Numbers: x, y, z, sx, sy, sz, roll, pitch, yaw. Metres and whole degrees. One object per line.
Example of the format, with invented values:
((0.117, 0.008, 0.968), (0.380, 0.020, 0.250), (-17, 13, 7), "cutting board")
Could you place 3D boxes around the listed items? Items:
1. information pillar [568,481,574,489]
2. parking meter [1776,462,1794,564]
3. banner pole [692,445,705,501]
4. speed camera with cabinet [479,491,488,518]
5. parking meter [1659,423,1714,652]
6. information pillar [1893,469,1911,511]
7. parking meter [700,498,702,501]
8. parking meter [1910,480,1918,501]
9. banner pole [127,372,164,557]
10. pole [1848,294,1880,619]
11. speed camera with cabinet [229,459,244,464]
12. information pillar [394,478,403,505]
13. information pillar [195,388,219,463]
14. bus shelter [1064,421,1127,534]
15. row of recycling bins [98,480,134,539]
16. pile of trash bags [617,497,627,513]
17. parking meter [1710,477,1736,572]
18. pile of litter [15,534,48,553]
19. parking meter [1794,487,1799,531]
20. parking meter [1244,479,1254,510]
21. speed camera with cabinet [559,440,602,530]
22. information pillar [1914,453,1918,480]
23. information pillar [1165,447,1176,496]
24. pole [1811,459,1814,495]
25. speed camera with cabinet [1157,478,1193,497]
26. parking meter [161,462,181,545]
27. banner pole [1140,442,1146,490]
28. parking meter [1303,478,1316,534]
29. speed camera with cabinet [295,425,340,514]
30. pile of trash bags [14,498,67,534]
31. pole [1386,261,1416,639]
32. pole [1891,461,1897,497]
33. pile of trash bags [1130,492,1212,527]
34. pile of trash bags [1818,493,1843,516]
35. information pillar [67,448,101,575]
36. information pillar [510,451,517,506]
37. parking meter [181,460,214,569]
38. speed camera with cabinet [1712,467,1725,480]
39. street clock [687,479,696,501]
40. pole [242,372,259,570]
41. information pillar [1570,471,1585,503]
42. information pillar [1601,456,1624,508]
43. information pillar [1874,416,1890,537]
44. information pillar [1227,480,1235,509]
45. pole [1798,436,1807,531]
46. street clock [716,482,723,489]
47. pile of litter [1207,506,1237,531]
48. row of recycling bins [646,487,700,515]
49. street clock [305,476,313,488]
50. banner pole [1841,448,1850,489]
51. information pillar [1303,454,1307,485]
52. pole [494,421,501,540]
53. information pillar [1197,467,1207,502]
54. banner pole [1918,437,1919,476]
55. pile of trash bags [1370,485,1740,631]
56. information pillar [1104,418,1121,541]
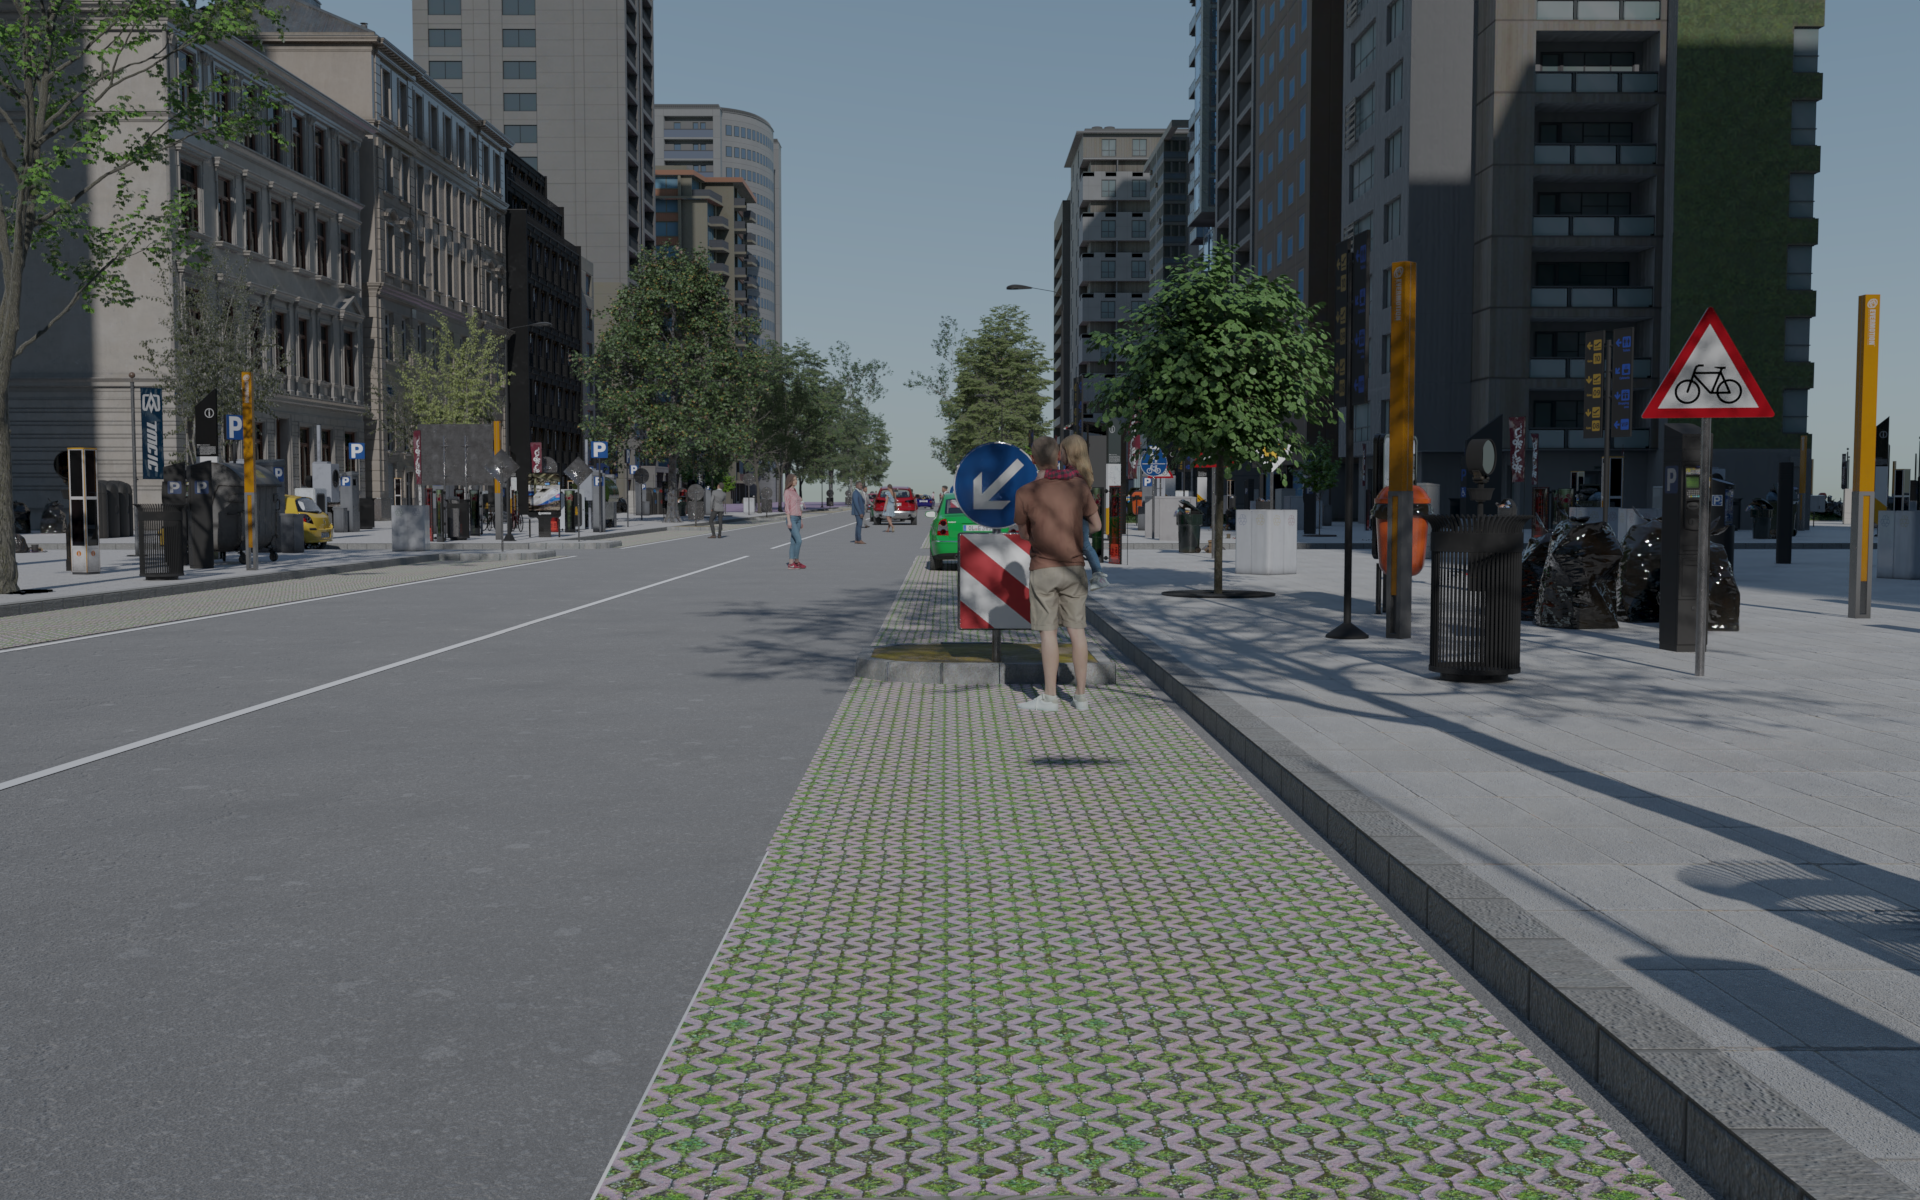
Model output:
((-21.819, -5.669, 97.176), (0.304, 2.012, 0.304), (0, 4, -3), "information pillar")
((15.218, -1.605, 31.953), (0.255, 1.863, 0.399), (2, 4, 24), "parking meter")
((-13.374, -6.017, 88.388), (0.863, 3.779, 0.401), (1, 4, 13), "banner pole")
((-24.515, -5.888, 90.612), (0.660, 3.252, 2.038), (2, 4, 32), "speed camera with cabinet")
((5.928, -0.516, 14.143), (0.255, 1.863, 0.399), (0, 4, -4), "parking meter")
((27.419, -2.810, 50.429), (0.304, 2.012, 0.304), (-2, 4, -25), "information pillar")
((-15.796, -6.006, 106.607), (0.372, 1.533, 0.369), (0, 3, 0), "parking meter")
((39.582, -4.041, 71.782), (0.399, 1.863, 0.255), (-2, 4, -30), "parking meter")
((-16.833, -2.800, 35.798), (0.401, 3.779, 0.863), (3, 4, 38), "banner pole")
((9.302, -1.466, 17.817), (0.158, 3.312, 0.155), (0, 3, 0), "pole")
((-19.327, -3.183, 46.386), (0.660, 3.252, 2.038), (-2, 4, -30), "speed camera with cabinet")
((-25.831, -4.599, 79.687), (0.304, 2.012, 0.304), (-1, 4, -10), "information pillar")
((-16.620, -2.871, 38.296), (0.504, 3.616, 0.183), (0, 4, 2), "information pillar")
((4.511, -4.088, 58.114), (1.731, 3.624, 6.357), (0, 4, 0), "bus shelter")
((-25.250, -2.699, 51.234), (1.069, 1.692, 3.534), (-1, 4, -11), "row of recycling bins")
((-23.673, -6.562, 117.041), (3.447, 1.369, 1.912), (-3, 4, -38), "pile of trash bags")
((11.329, -1.062, 25.781), (0.372, 1.533, 0.369), (0, 3, 0), "parking meter")
((-20.938, -1.462, 37.875), (1.719, 0.858, 1.176), (0, 4, 8), "pile of litter")
((27.610, -3.002, 57.487), (0.372, 1.533, 0.369), (0, 3, 0), "parking meter")
((11.134, -3.731, 66.719), (0.255, 1.863, 0.399), (-1, 4, -18), "parking meter")
((-13.662, -4.149, 62.168), (0.660, 3.252, 2.038), (2, 4, 25), "speed camera with cabinet")
((55.110, -6.638, 99.888), (0.183, 3.616, 0.504), (3, 4, 36), "information pillar")
((9.506, -5.307, 78.122), (0.504, 3.616, 0.183), (2, 4, 25), "information pillar")
((49.440, -6.529, 100.595), (0.158, 3.312, 0.155), (0, 3, 0), "pole")
((10.748, -5.696, 87.464), (2.038, 3.252, 0.660), (0, 4, 5), "speed camera with cabinet")
((-14.068, -1.547, 31.005), (0.399, 1.863, 0.255), (-2, 4, -25), "parking meter")
((8.807, -5.715, 83.458), (0.401, 3.779, 0.863), (-1, 4, -22), "banner pole")
((11.204, -3.046, 55.513), (0.399, 1.863, 0.255), (1, 4, 22), "parking meter")
((-18.181, -3.344, 49.017), (0.660, 3.252, 2.038), (0, 4, 0), "speed camera with cabinet")
((-30.939, -2.864, 56.582), (3.447, 1.369, 1.912), (-1, 4, -12), "pile of trash bags")
((3.904, -1.314, 15.321), (0.158, 3.312, 0.155), (0, 3, 0), "pole")
((57.552, -6.906, 106.748), (0.158, 3.312, 0.155), (0, 3, 0), "pole")
((8.482, -3.634, 69.166), (3.447, 1.369, 1.912), (1, 4, 22), "pile of trash bags")
((50.762, -5.578, 100.951), (1.912, 1.369, 3.447), (0, 4, 6), "pile of trash bags")
((-13.969, -1.415, 27.627), (0.304, 2.012, 0.304), (1, 4, 14), "information pillar")
((-22.336, -5.802, 86.219), (0.504, 3.616, 0.183), (-1, 4, -13), "information pillar")
((-13.084, -1.473, 29.788), (0.399, 1.863, 0.255), (-3, 4, -39), "parking meter")
((47.127, -6.922, 107.506), (2.038, 3.252, 0.660), (-1, 4, -18), "speed camera with cabinet")
((-13.268, -4.958, 85.625), (0.358, 2.002, 0.471), (1, 4, 16), "street clock")
((-11.908, -2.153, 29.047), (0.158, 3.312, 0.155), (0, 3, 0), "pole")
((19.901, -3.142, 55.867), (0.304, 2.012, 0.304), (-2, 4, -27), "information pillar")
((12.779, -1.803, 33.964), (0.304, 2.012, 0.304), (0, 4, -6), "information pillar")
((27.644, -3.714, 52.071), (0.504, 3.616, 0.183), (2, 4, 33), "information pillar")
((14.248, -5.293, 91.033), (0.304, 2.012, 0.304), (-1, 4, -22), "information pillar")
((29.428, -4.076, 60.485), (0.158, 3.312, 0.155), (0, 3, 0), "pole")
((-13.370, -5.606, 96.230), (0.471, 2.002, 0.358), (-1, 4, -13), "street clock")
((9.355, -2.891, 61.236), (1.719, 0.858, 1.176), (-3, 4, -36), "pile of litter")
((-18.291, -6.389, 111.578), (3.534, 1.692, 1.069), (-3, 5, -39), "row of recycling bins")
((-25.375, -3.862, 67.720), (0.358, 2.002, 0.471), (0, 4, 5), "street clock")
((48.018, -6.360, 94.000), (0.401, 3.779, 0.863), (0, 4, 1), "banner pole")
((15.408, -5.259, 77.339), (0.183, 3.616, 0.504), (0, 4, -4), "information pillar")
((-12.926, -3.342, 48.485), (0.158, 3.312, 0.155), (0, 3, 0), "pole")
((11.915, -5.738, 85.168), (0.504, 3.616, 0.183), (-1, 4, -10), "information pillar")
((41.630, -5.193, 74.922), (0.401, 3.779, 0.863), (0, 4, -3), "banner pole")
((5.860, -0.461, 17.283), (3.447, 1.369, 1.912), (1, 4, 13), "pile of trash bags")
((4.209, -3.442, 47.626), (0.504, 3.616, 0.183), (-3, 4, -38), "information pillar")
